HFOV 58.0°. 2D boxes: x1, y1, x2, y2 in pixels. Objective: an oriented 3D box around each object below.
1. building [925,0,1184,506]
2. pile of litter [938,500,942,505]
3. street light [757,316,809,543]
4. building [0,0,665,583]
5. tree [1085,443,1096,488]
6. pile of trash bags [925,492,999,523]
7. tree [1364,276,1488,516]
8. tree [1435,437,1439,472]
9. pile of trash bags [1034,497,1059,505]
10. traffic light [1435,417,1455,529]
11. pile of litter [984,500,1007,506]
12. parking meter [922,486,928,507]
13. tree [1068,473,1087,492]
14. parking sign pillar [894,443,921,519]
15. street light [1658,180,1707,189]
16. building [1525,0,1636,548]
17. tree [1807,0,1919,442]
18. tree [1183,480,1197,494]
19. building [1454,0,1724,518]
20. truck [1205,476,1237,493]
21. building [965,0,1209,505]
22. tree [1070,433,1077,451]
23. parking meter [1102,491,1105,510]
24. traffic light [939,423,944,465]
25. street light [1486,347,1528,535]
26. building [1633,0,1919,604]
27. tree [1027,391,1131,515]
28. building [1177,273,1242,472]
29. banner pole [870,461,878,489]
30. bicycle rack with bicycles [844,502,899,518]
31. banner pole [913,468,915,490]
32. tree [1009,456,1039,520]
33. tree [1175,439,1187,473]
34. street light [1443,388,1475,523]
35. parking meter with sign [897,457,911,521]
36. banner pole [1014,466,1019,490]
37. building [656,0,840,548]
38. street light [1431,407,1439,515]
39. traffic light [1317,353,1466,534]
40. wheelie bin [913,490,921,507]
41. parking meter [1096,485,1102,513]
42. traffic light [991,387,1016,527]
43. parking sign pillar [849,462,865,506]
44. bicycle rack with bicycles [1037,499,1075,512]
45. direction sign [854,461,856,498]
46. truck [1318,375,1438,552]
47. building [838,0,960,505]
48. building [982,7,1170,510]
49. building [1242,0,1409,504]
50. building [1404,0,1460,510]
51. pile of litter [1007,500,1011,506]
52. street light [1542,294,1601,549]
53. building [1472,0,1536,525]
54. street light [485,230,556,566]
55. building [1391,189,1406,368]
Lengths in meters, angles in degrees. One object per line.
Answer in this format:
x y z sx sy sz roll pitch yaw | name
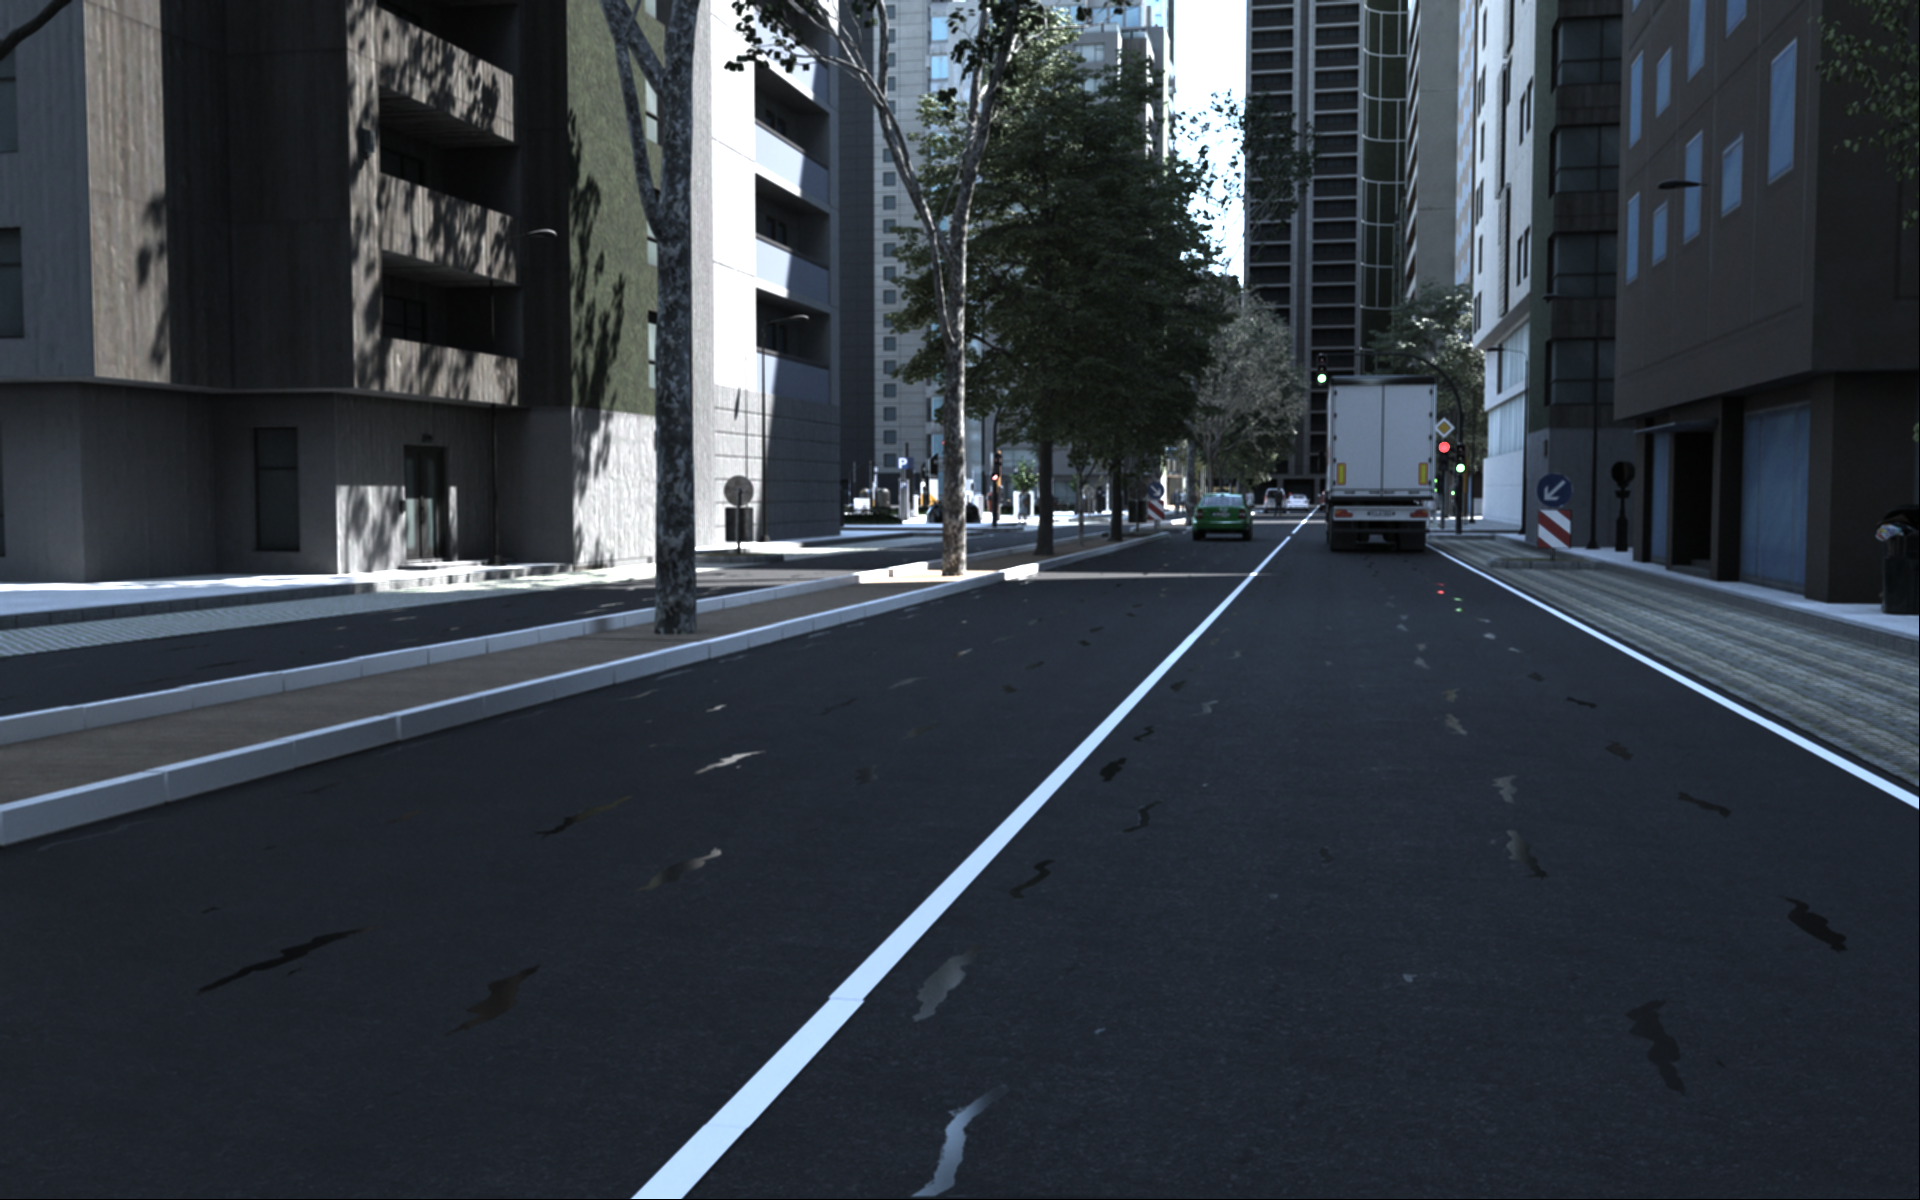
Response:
9.613 -33.731 171.108 23.786 49.044 30.456 1 4 12 | building
-1.863 -7.686 139.627 1.176 0.858 1.719 -3 5 -42 | pile of litter
-4.620 -4.450 45.306 1.470 5.913 1.316 1 4 12 | street light
-14.417 -15.823 30.407 14.160 30.474 14.107 1 4 12 | building
10.339 -10.615 123.911 4.360 8.622 3.978 0 3 0 | tree
0.266 -4.098 76.760 3.447 1.369 1.912 -2 4 -32 | pile of trash bags
28.066 -11.772 99.121 9.857 13.997 8.962 0 3 0 | tree
35.209 -11.063 131.242 4.360 8.622 3.978 0 3 0 | tree
6.642 -7.549 133.179 1.912 1.369 3.447 0 4 -4 | pile of trash bags
17.597 -4.539 63.133 0.839 4.253 0.868 1 4 12 | traffic light
2.374 -7.201 131.704 1.719 0.858 1.176 -1 4 -15 | pile of litter
-2.471 -7.109 121.943 0.255 1.863 0.399 -2 4 -27 | parking meter
9.698 -8.928 140.574 1.663 3.219 1.824 0 3 0 | tree
-2.800 -6.298 91.441 1.447 3.967 1.447 -1 4 -14 | parking sign pillar
11.016 -3.250 25.674 1.470 5.913 1.316 1 4 12 | street light
22.495 -16.790 46.214 14.160 30.474 14.107 1 4 12 | building
9.763 -3.927 14.563 4.737 8.622 4.395 0 3 0 | tree
25.437 -12.156 193.350 1.663 3.219 1.824 0 3 0 | tree
39.965 -28.293 112.698 14.600 45.320 14.200 1 4 12 | building
24.404 -9.973 158.976 3.469 3.379 9.791 1 4 11 | truck
13.643 -54.655 206.284 31.000 86.520 22.319 1 4 12 | building
12.600 -13.583 132.452 12.009 13.543 11.850 0 3 0 | tree
11.197 -7.783 135.657 0.372 1.533 0.369 0 3 0 | parking meter
-0.322 -4.272 58.769 0.839 4.253 0.868 1 4 12 | traffic light
17.348 -5.036 54.880 1.470 5.913 1.316 1 4 12 | street light
17.982 -22.875 24.111 14.600 45.320 14.200 1 4 12 | building
7.568 -10.591 107.582 7.601 10.594 8.767 1 4 9 | tree
30.128 -28.041 230.179 14.107 30.474 14.160 1 4 12 | building
-6.632 -8.729 132.737 0.863 3.779 0.401 1 4 13 | banner pole
-4.128 -3.874 76.724 2.925 0.926 2.852 -1 4 -17 | bicycle rack with bicycles
-4.118 -9.411 143.881 0.863 3.779 0.401 1 4 14 | banner pole
3.107 -5.649 86.967 1.663 3.219 1.824 0 3 0 | tree
25.077 -14.503 187.485 4.737 8.622 4.395 0 3 0 | tree
21.998 -6.337 76.154 1.470 5.913 1.316 1 4 12 | street light
-2.658 -5.311 83.098 0.543 3.016 1.738 0 4 4 | parking meter with sign
4.636 -8.988 136.968 0.863 3.779 0.401 0 4 -5 | banner pole
-18.363 -31.119 50.801 28.212 58.520 21.231 1 4 12 | building
25.151 -7.258 91.207 1.470 5.913 1.316 1 4 12 | street light
13.863 -4.951 55.620 4.771 5.953 1.251 1 4 12 | traffic light
-3.597 -7.860 136.424 0.980 1.594 0.693 0 4 -7 | wheelie bin
9.227 -6.680 114.922 0.399 1.863 0.255 0 4 -8 | parking meter
3.412 -5.597 66.175 4.771 5.953 1.251 1 4 12 | traffic light
-8.594 -9.561 144.786 1.447 3.967 1.447 -1 4 -13 | parking sign pillar
6.903 -6.619 121.608 2.925 0.926 2.852 0 4 5 | bicycle rack with bicycles
-7.327 -7.857 120.459 0.379 3.537 0.876 -1 4 -10 | direction sign
11.086 -3.520 46.466 2.839 4.237 11.283 1 4 11 | truck
-11.748 -47.305 211.694 20.611 71.187 20.563 1 4 12 | building
10.138 -28.424 148.331 14.154 41.232 14.086 1 4 12 | building
48.196 -48.337 228.557 20.611 71.187 20.563 1 4 12 | building
48.916 -31.927 145.711 21.300 48.544 21.600 1 4 12 | building
3.860 -7.469 136.075 1.719 0.858 1.176 0 4 1 | pile of litter
14.213 -4.142 40.271 1.470 5.913 1.316 1 4 12 | street light
36.151 -29.531 72.064 27.495 52.752 28.713 1 4 12 | building
-7.777 -3.557 30.701 1.470 5.913 1.316 1 4 12 | street light
48.826 -24.037 164.709 14.160 30.474 14.107 1 4 12 | building
